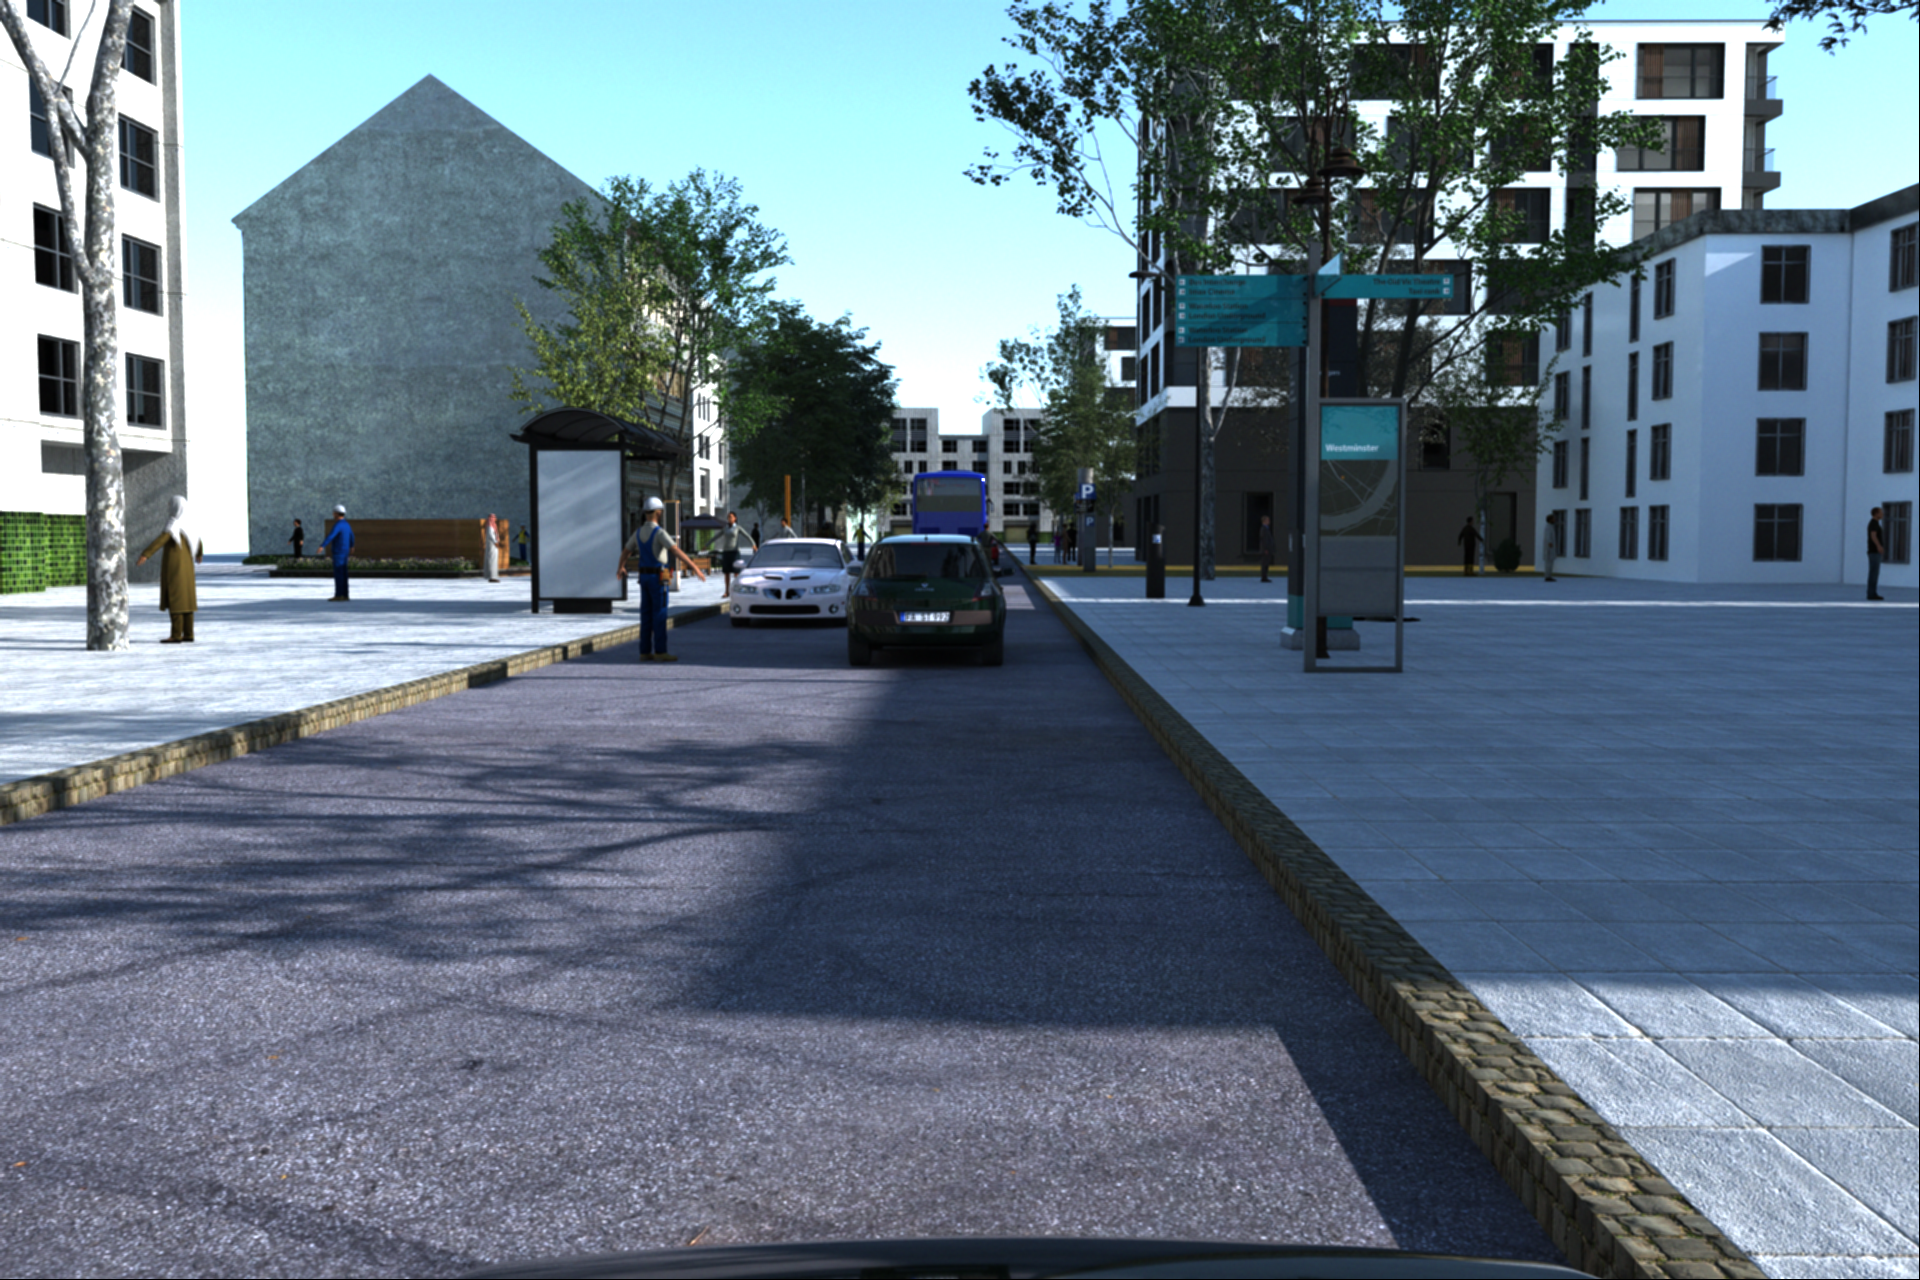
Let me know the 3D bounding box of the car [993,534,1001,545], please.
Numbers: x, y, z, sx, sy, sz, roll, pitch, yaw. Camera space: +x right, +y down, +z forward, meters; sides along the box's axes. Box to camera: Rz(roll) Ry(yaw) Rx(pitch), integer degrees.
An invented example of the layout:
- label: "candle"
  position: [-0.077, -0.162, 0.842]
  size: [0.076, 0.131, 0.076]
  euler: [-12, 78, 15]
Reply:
- label: "car"
  position: [1.973, -7.113, 128.098]
  size: [2.131, 1.459, 4.920]
  euler: [0, 4, 1]

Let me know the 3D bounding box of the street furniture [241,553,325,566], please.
- label: "street furniture"
  position: [-24.617, -3.322, 69.933]
  size: [5.734, 0.657, 10.072]
  euler: [-3, 5, -42]

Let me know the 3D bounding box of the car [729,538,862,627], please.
- label: "car"
  position: [-2.593, -0.978, 28.354]
  size: [2.083, 1.381, 4.827]
  euler: [0, 4, 1]

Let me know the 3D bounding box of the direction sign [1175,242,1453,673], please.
- label: "direction sign"
  position: [3.232, -1.630, 15.415]
  size: [2.525, 3.948, 1.411]
  euler: [0, 4, 1]

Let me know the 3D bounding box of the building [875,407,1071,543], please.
- label: "building"
  position: [3.780, -23.232, 248.755]
  size: [31.486, 18.905, 16.747]
  euler: [0, 4, -4]

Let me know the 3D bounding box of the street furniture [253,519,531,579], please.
- label: "street furniture"
  position: [-17.837, -2.837, 53.243]
  size: [9.812, 1.723, 11.010]
  euler: [1, 4, 12]

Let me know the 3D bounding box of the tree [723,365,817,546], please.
- label: "tree"
  position: [-8.750, -7.657, 75.558]
  size: [4.360, 8.622, 3.978]
  euler: [0, 3, 0]

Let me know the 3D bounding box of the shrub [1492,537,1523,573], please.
- label: "shrub"
  position: [18.192, -2.841, 57.566]
  size: [1.383, 1.207, 1.383]
  euler: [0, 3, 0]

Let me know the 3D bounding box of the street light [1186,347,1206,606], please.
- label: "street light"
  position: [4.756, -3.555, 30.670]
  size: [1.470, 5.913, 1.316]
  euler: [0, 4, 1]

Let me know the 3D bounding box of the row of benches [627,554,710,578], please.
- label: "row of benches"
  position: [-8.846, -2.254, 52.310]
  size: [1.422, 0.672, 4.104]
  euler: [1, 4, 22]

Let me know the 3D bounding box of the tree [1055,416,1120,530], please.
- label: "tree"
  position: [7.380, -9.671, 108.482]
  size: [4.360, 8.622, 3.978]
  euler: [0, 3, 0]

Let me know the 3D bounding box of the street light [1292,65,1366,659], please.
- label: "street light"
  position: [3.736, -2.749, 17.735]
  size: [0.468, 5.910, 1.993]
  euler: [0, 4, 1]

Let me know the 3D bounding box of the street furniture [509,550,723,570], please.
- label: "street furniture"
  position: [-13.343, -3.019, 64.989]
  size: [10.072, 0.657, 5.734]
  euler: [1, 4, 8]

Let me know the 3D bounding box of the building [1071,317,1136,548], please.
- label: "building"
  position: [25.376, -20.513, 179.365]
  size: [27.936, 21.610, 32.646]
  euler: [0, 4, 1]

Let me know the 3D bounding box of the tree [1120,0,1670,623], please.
- label: "tree"
  position: [6.107, -6.077, 25.120]
  size: [9.928, 11.665, 9.643]
  euler: [0, 3, 0]

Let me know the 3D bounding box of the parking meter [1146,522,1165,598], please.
- label: "parking meter"
  position: [3.917, -1.606, 34.675]
  size: [0.372, 1.533, 0.369]
  euler: [0, 3, 0]

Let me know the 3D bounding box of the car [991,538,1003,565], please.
- label: "car"
  position: [0.933, -4.437, 81.582]
  size: [2.155, 1.783, 4.494]
  euler: [0, 4, 1]

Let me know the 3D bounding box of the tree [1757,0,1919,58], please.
- label: "tree"
  position: [6.227, -4.453, 7.220]
  size: [8.767, 10.594, 7.601]
  euler: [3, 5, 41]

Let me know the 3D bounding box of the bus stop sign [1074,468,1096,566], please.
- label: "bus stop sign"
  position: [4.996, -4.895, 69.053]
  size: [0.837, 3.901, 0.837]
  euler: [0, 4, 1]

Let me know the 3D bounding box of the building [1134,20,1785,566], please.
- label: "building"
  position: [22.439, -14.780, 85.630]
  size: [27.936, 21.610, 32.646]
  euler: [0, 4, 1]

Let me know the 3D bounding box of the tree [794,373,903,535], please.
- label: "tree"
  position: [-7.737, -11.207, 108.989]
  size: [9.928, 11.665, 9.643]
  euler: [0, 3, 0]

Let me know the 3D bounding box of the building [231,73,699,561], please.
- label: "building"
  position: [-25.085, -15.985, 92.280]
  size: [19.493, 23.208, 18.063]
  euler: [0, 4, 1]

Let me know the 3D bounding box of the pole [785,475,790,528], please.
- label: "pole"
  position: [-5.980, -4.051, 60.083]
  size: [0.158, 3.312, 0.155]
  euler: [0, 3, 0]

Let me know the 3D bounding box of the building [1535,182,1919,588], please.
- label: "building"
  position: [23.730, -6.289, 44.972]
  size: [9.099, 9.664, 28.070]
  euler: [0, 4, 1]

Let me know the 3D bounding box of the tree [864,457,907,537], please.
- label: "tree"
  position: [-6.781, -12.390, 152.940]
  size: [4.737, 8.622, 4.395]
  euler: [0, 3, 0]

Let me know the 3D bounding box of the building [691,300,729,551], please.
- label: "building"
  position: [-27.575, -15.841, 125.458]
  size: [16.747, 18.905, 31.486]
  euler: [0, 4, 1]

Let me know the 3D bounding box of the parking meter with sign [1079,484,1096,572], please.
- label: "parking meter with sign"
  position: [4.380, -3.837, 58.996]
  size: [0.543, 3.016, 1.738]
  euler: [0, 4, 1]

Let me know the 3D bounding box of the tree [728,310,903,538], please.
- label: "tree"
  position: [-7.981, -11.702, 97.990]
  size: [9.857, 13.997, 8.962]
  euler: [0, 3, 0]

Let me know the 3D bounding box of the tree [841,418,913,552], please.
- label: "tree"
  position: [-7.096, -11.464, 121.842]
  size: [8.767, 10.594, 7.601]
  euler: [3, 5, 39]

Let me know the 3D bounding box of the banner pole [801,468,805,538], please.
- label: "banner pole"
  position: [-5.959, -4.640, 65.882]
  size: [0.401, 3.779, 0.863]
  euler: [0, 4, 1]

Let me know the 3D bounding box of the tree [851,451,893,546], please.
- label: "tree"
  position: [-7.190, -11.653, 140.891]
  size: [4.360, 8.622, 3.978]
  euler: [0, 3, 0]

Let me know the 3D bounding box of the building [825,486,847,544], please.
- label: "building"
  position: [-24.704, -23.946, 222.451]
  size: [19.493, 23.208, 18.063]
  euler: [0, 4, 2]

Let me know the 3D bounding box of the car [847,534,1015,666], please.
- label: "car"
  position: [-0.352, -0.640, 20.253]
  size: [2.009, 1.686, 4.222]
  euler: [0, 4, 1]

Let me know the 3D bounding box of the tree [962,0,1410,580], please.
- label: "tree"
  position: [5.764, -11.686, 46.953]
  size: [12.611, 20.169, 13.585]
  euler: [0, 3, 0]

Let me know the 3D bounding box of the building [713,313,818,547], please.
- label: "building"
  position: [-23.980, -21.016, 174.543]
  size: [19.493, 23.208, 18.063]
  euler: [0, 4, 2]

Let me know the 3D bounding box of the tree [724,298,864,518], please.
- label: "tree"
  position: [-8.120, -10.132, 83.785]
  size: [7.486, 12.596, 7.792]
  euler: [0, 3, 0]

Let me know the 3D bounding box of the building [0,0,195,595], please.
- label: "building"
  position: [-28.748, -9.972, 29.498]
  size: [16.747, 18.905, 31.486]
  euler: [0, 4, 1]
